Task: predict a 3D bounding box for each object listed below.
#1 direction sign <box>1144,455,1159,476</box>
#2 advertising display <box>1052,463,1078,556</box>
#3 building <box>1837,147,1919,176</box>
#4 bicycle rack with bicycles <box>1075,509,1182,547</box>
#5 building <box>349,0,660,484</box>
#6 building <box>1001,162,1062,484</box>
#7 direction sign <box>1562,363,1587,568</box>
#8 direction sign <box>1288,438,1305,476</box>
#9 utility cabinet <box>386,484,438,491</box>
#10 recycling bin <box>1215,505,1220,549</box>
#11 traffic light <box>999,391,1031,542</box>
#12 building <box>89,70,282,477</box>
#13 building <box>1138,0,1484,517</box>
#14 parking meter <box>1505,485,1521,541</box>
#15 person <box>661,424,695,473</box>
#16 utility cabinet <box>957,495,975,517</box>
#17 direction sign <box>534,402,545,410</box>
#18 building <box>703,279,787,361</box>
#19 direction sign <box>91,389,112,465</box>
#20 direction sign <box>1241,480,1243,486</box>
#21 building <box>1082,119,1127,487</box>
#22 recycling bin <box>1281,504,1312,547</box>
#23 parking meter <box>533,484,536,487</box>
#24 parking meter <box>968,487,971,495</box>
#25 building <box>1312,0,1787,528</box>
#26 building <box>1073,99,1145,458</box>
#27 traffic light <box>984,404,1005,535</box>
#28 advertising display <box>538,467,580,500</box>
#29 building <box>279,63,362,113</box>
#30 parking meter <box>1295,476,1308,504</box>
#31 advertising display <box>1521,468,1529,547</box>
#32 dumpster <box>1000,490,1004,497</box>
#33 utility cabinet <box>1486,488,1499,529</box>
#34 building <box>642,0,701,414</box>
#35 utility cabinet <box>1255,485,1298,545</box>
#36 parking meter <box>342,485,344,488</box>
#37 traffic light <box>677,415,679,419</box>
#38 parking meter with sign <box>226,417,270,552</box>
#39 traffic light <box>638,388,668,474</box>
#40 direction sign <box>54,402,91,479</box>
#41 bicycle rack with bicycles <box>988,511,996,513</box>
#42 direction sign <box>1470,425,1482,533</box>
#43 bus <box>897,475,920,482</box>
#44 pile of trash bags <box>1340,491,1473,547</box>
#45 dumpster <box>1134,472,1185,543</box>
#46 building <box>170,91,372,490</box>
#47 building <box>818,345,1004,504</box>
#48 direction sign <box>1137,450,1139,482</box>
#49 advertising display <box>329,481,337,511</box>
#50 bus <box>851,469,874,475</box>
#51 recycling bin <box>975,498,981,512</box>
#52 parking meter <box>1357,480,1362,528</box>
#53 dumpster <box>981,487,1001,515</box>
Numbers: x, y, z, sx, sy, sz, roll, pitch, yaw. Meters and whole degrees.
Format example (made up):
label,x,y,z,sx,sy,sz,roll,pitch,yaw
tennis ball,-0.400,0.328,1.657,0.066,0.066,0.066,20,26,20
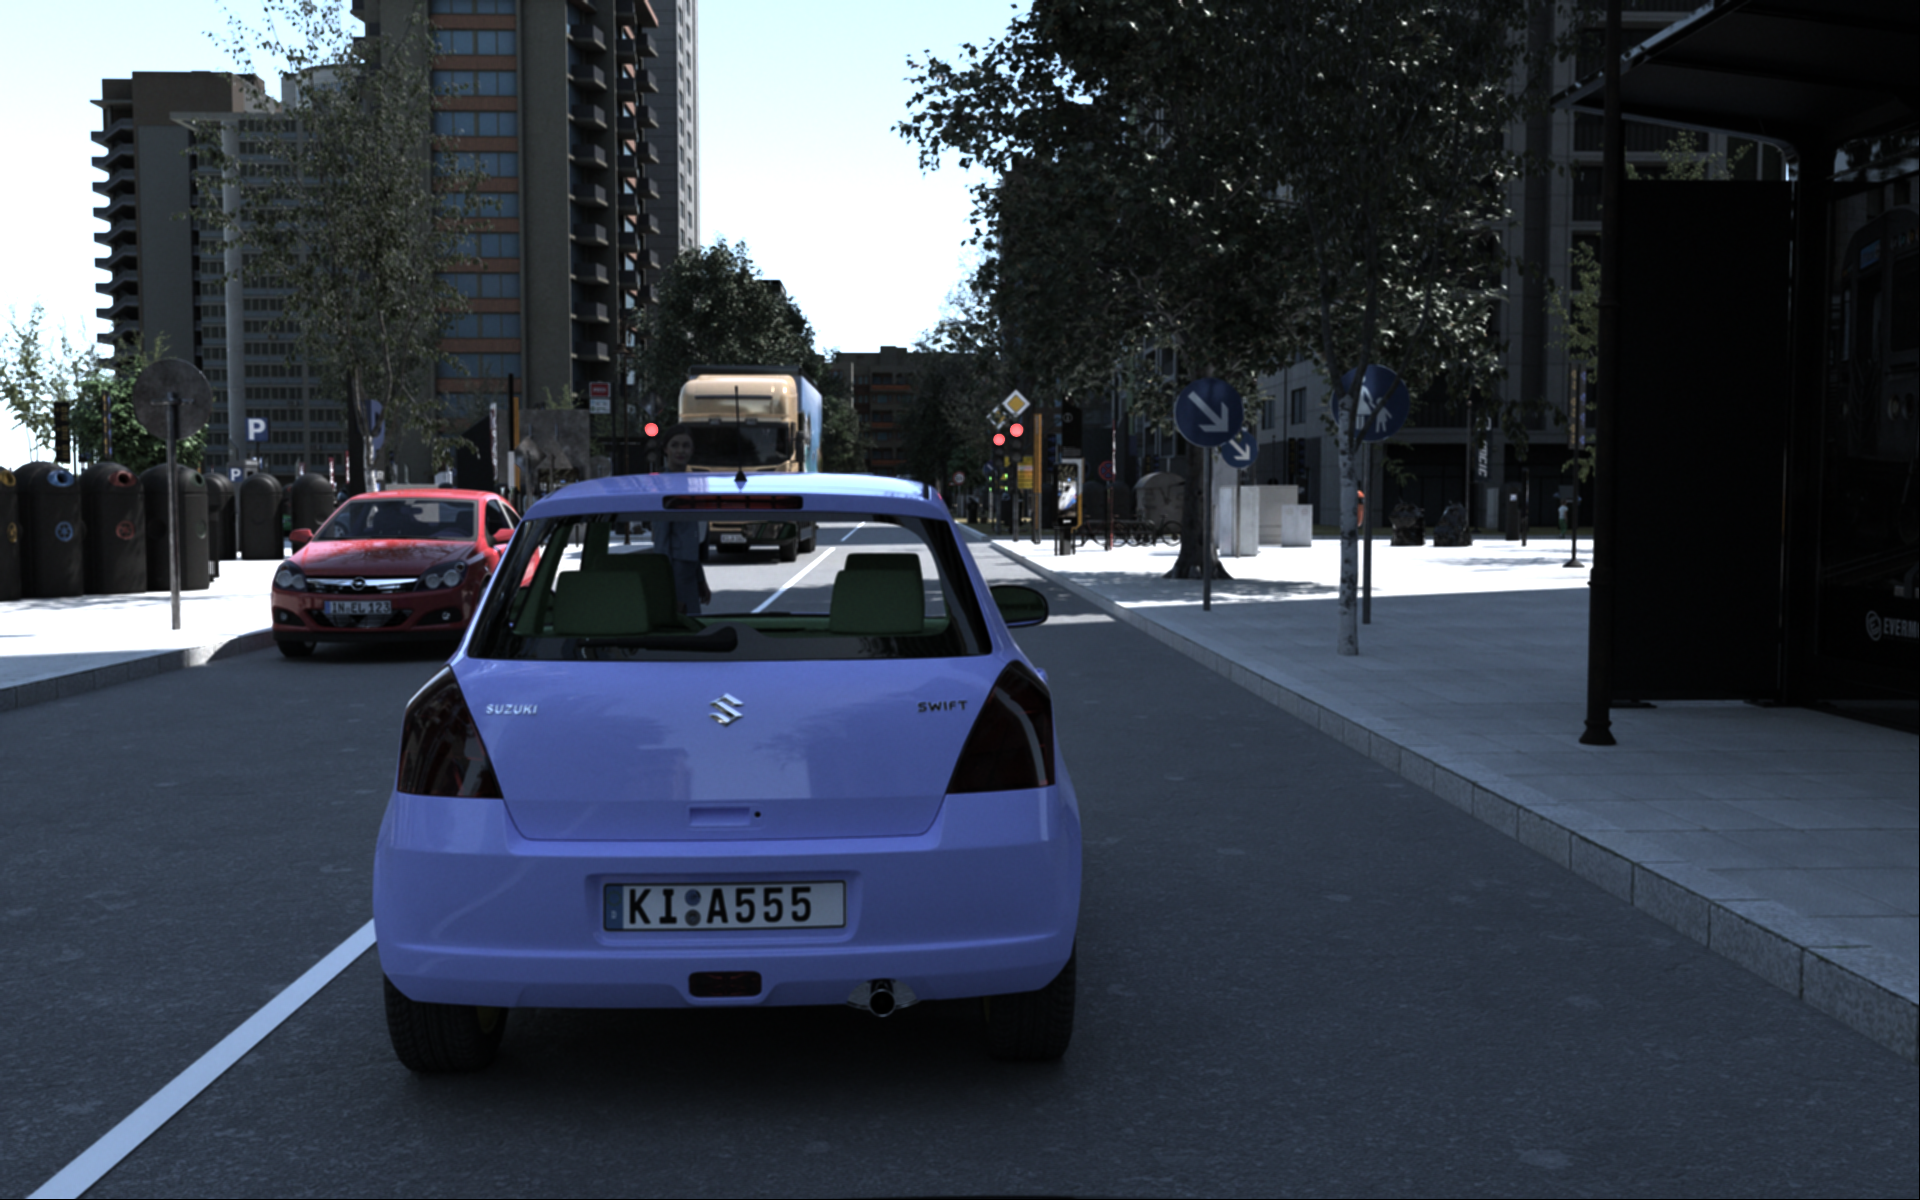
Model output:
label,x,y,z,sx,sy,sz,roll,pitch,yaw
direction sign,11.041,-6.589,99.733,0.876,3.537,0.379,2,4,24
advertising display,2.200,-1.896,36.205,0.123,1.923,0.974,2,4,29
building,57.624,-32.843,78.984,28.212,58.520,21.231,0,4,-2
bicycle rack with bicycles,4.083,-1.806,42.910,2.925,0.926,2.852,0,4,6
building,-36.759,-29.815,142.093,22.147,44.769,28.867,0,4,-2
building,12.701,-35.689,233.617,14.200,45.320,14.600,0,4,-2
direction sign,10.748,-2.338,30.229,0.379,3.537,0.876,3,4,37
direction sign,13.560,-4.764,69.882,0.876,3.537,0.379,-2,4,-33
utility cabinet,-12.375,-1.857,39.047,1.173,1.500,0.318,-3,4,-38
recycling bin,6.256,-1.728,40.802,0.722,1.027,0.722,2,4,33
traffic light,1.477,-3.515,46.397,0.839,4.253,0.868,0,4,-2
building,-79.981,-32.467,180.947,14.200,45.320,14.600,0,4,-2
building,22.151,-41.616,118.678,20.563,71.187,20.611,0,4,-2
parking meter,15.217,-2.400,47.650,0.372,1.533,0.369,0,3,0
person,-1.628,-0.074,9.742,0.654,1.822,0.581,2,4,28
utility cabinet,0.355,-5.375,99.048,1.020,1.237,0.306,0,4,4
direction sign,-10.425,-3.122,43.037,0.379,3.537,0.876,-2,4,-29
building,-30.384,-28.208,232.908,14.107,30.474,14.160,0,4,-2
direction sign,-18.604,-2.803,37.823,0.379,3.537,0.876,-1,4,-16
direction sign,6.435,-2.907,39.525,0.379,3.537,0.876,1,4,14
building,23.001,-51.898,161.206,22.319,86.520,31.000,0,4,-2
recycling bin,8.185,-1.806,42.082,0.722,1.027,0.722,1,4,11
parking meter,-19.701,-4.525,79.703,0.399,1.863,0.255,3,5,40
parking meter,0.654,-6.135,106.010,0.255,1.863,0.399,0,4,-7
building,25.329,-38.931,74.771,20.611,71.187,20.563,0,4,-2
building,18.343,-30.663,184.937,14.154,41.232,14.086,0,4,-2
traffic light,1.192,-4.003,54.377,0.839,4.253,0.868,0,4,-2
advertising display,-9.556,-2.206,41.283,0.974,1.923,0.123,-2,4,-26
building,-75.660,-42.366,234.689,28.212,58.520,21.231,0,4,-2
parking meter,11.137,-3.107,56.511,0.399,1.863,0.255,0,4,4
advertising display,13.920,-2.291,42.669,0.123,1.923,0.974,1,4,20
dumpster,3.599,-7.261,121.207,1.502,2.255,1.985,0,4,-2
utility cabinet,19.730,-3.370,63.784,0.318,1.500,1.173,3,4,36
building,-38.100,-45.316,179.160,20.611,71.187,20.563,0,4,-2
utility cabinet,7.808,-2.110,43.183,1.173,1.500,0.318,-1,4,-11
parking meter,-36.347,-5.919,102.480,0.399,1.863,0.255,0,4,3
traffic light,-8.413,-3.982,54.018,0.839,4.253,0.868,0,4,-2
parking meter with sign,-16.025,-2.592,38.640,0.543,3.016,1.738,0,4,3
traffic light,-8.127,-3.493,46.038,0.839,4.253,0.868,0,4,-2
direction sign,-21.816,-3.101,42.705,0.876,3.537,0.379,-1,4,-9
bicycle rack with bicycles,3.216,-6.260,115.734,2.852,0.926,2.925,1,4,22
direction sign,16.968,-3.965,56.831,0.876,3.537,0.379,-3,5,-45
bus,-5.294,-10.843,172.144,2.948,3.499,13.247,0,4,-3
pile of trash bags,11.153,-2.056,43.375,3.447,1.369,1.912,3,4,36
dumpster,5.402,-2.489,46.450,1.264,1.857,1.865,0,4,-2
building,-60.166,-29.433,173.110,23.993,40.220,32.217,0,4,-2
building,-9.111,-24.236,241.301,28.899,21.520,27.650,0,4,-2
direction sign,9.192,-5.993,89.990,0.379,3.537,0.876,0,4,0
advertising display,-31.873,-5.039,87.605,0.123,1.923,0.974,1,4,20
bus,-8.601,-9.347,147.690,2.948,3.499,13.247,0,4,-1
recycling bin,1.113,-7.022,127.363,0.722,1.027,0.722,1,4,13
parking meter,14.761,-3.605,64.657,0.399,1.863,0.255,3,4,37
dumpster,1.972,-6.327,109.206,1.264,1.857,1.865,0,4,-2
